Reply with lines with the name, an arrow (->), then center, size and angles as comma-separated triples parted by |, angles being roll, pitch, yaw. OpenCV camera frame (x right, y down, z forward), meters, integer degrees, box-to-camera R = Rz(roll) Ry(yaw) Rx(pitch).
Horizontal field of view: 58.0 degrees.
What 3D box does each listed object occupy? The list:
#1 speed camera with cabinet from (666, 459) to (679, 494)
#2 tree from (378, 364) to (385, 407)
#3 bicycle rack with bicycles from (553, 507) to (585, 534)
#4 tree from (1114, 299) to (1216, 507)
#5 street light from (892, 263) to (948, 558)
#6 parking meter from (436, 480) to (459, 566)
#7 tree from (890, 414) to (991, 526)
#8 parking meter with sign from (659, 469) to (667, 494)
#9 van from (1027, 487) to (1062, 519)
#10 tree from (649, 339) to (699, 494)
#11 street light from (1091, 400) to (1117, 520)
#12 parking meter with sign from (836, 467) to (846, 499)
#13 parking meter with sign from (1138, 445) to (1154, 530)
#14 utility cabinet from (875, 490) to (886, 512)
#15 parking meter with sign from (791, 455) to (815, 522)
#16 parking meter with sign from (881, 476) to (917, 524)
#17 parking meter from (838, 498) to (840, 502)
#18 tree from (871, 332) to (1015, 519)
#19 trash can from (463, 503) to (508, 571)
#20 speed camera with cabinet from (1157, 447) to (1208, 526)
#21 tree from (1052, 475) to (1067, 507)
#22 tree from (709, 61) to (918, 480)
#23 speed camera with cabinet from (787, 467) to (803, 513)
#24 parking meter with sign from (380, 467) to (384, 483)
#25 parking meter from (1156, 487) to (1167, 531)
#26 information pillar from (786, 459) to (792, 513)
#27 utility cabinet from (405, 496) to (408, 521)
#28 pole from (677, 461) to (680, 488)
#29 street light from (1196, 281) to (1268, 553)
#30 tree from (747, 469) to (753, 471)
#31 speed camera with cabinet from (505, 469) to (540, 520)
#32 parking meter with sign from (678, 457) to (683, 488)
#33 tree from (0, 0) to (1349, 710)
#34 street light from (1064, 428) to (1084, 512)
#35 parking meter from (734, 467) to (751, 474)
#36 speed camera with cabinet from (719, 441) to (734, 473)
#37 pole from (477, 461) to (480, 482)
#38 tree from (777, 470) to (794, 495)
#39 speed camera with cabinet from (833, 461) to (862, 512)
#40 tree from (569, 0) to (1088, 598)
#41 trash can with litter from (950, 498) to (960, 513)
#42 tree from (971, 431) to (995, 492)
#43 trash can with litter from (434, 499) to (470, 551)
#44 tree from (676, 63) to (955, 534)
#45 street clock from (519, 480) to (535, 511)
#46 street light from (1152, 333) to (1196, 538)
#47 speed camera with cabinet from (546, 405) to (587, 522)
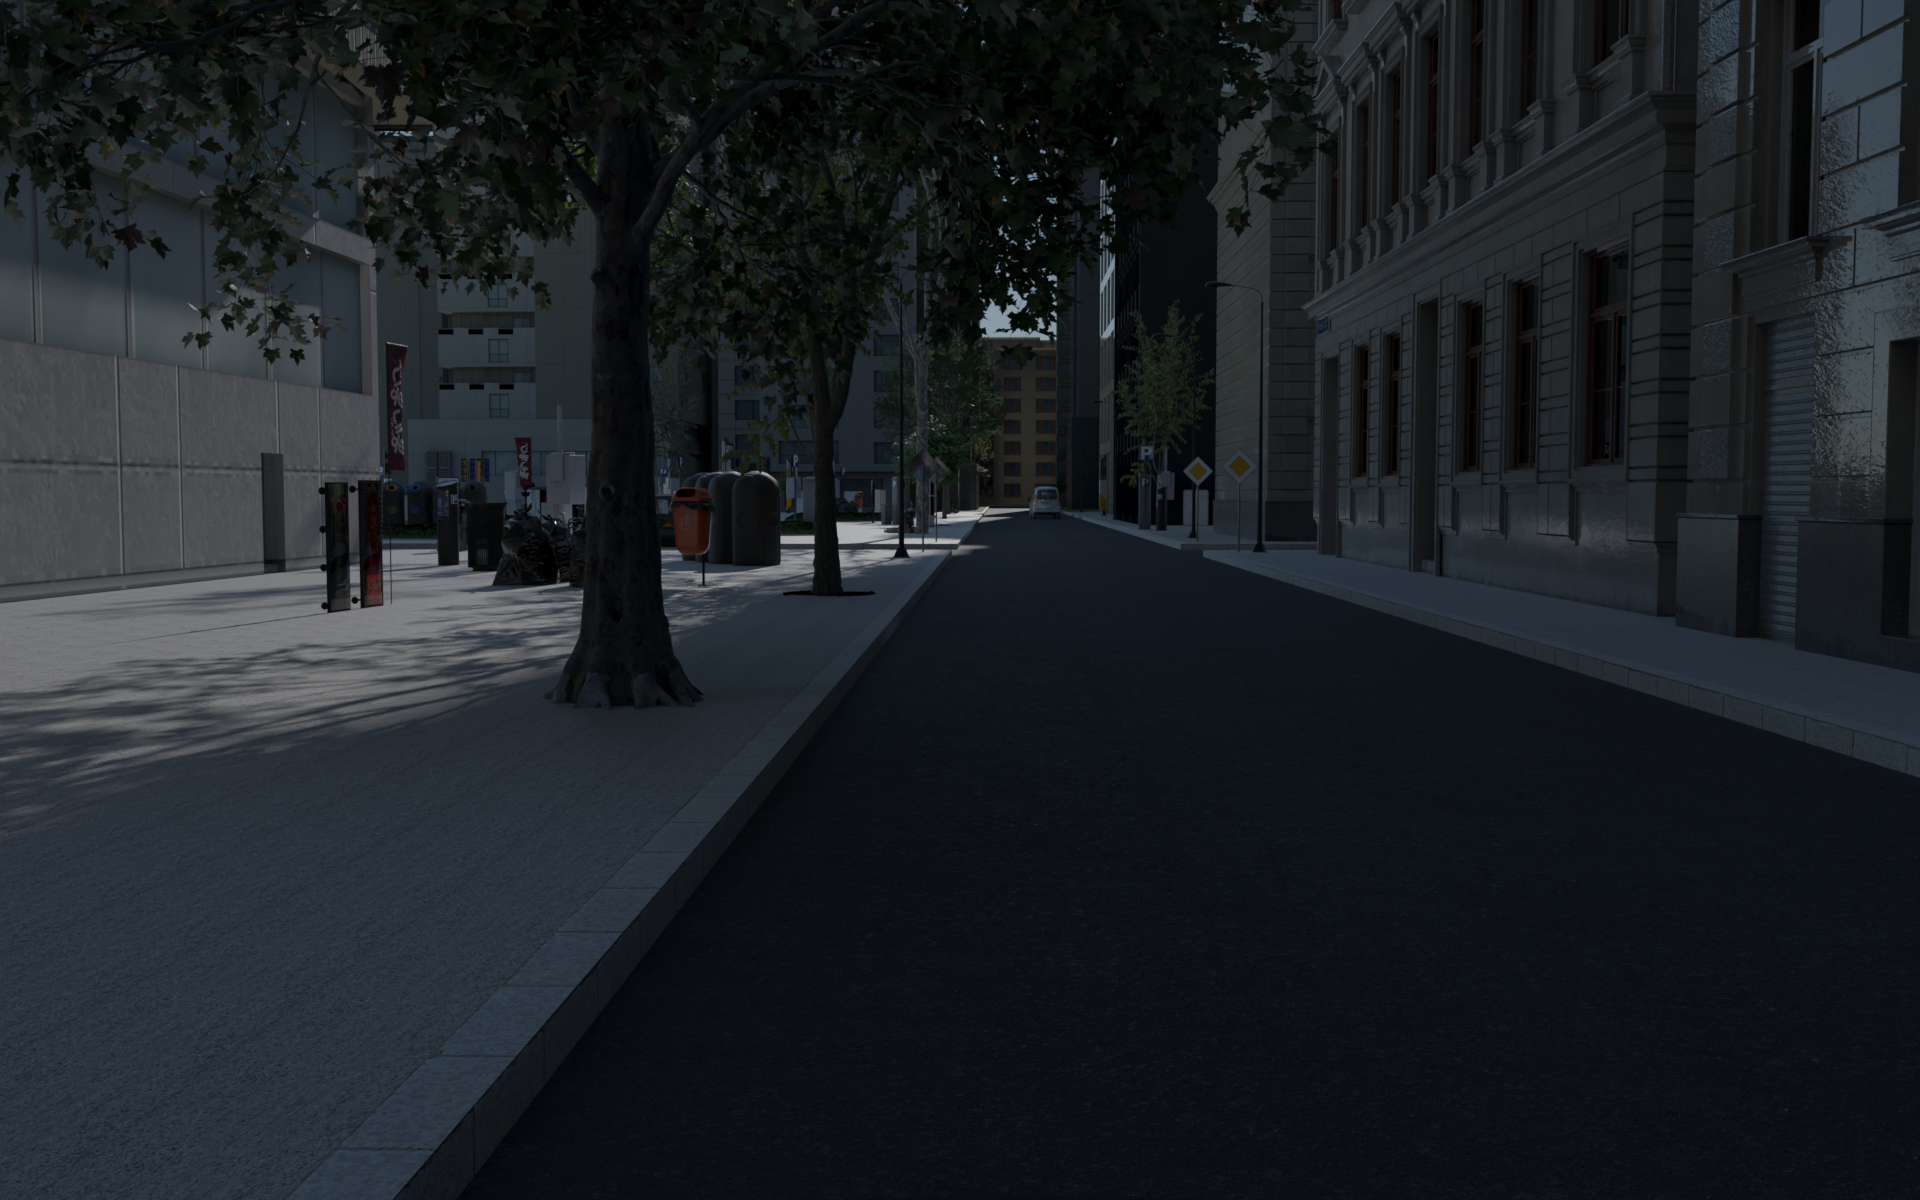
speed camera with cabinet -> -15.670, -6.230, 96.193 | 0.660, 3.252, 2.038 | -2, 4, -34
tree -> -23.393, -6.933, 63.714 | 4.360, 8.622, 3.978 | 0, 3, 0
bicycle rack with bicycles -> -10.028, -2.124, 48.103 | 2.925, 0.926, 2.852 | -1, 4, -21
tree -> 7.674, -7.098, 66.414 | 4.737, 8.622, 4.395 | 0, 3, 0
street light -> -0.642, -3.811, 34.843 | 1.470, 5.913, 1.316 | 0, 4, 1
parking meter -> -9.221, -1.393, 31.191 | 0.372, 1.533, 0.369 | 0, 3, 0
tree -> -1.002, -5.294, 70.278 | 4.285, 4.588, 4.351 | 0, 3, 0
parking meter with sign -> -19.972, -7.461, 118.246 | 0.543, 3.016, 1.738 | -2, 4, -30
van -> 4.951, -5.740, 100.857 | 2.013, 2.044, 4.112 | 0, 4, -1
tree -> -13.286, -7.714, 76.486 | 4.360, 8.622, 3.978 | 0, 3, 0
street light -> 7.207, -6.937, 85.963 | 1.470, 5.913, 1.316 | 0, 4, 1
parking meter with sign -> -8.319, -7.107, 112.466 | 1.738, 3.016, 0.543 | 2, 4, 24
parking meter with sign -> 6.739, -4.078, 62.943 | 0.543, 3.016, 1.738 | 0, 4, 5
utility cabinet -> -3.999, -4.791, 87.019 | 0.318, 1.500, 1.173 | -1, 4, -16
parking meter with sign -> -6.526, -4.893, 76.254 | 1.738, 3.016, 0.543 | 1, 4, 22
parking meter with sign -> -2.538, -4.746, 73.860 | 1.738, 3.016, 0.543 | -2, 4, -34
parking meter -> -8.405, -6.886, 118.292 | 0.399, 1.863, 0.255 | -1, 4, -13
tree -> -0.979, -9.443, 88.799 | 8.767, 10.594, 7.601 | 2, 4, 27
trash can -> -7.922, -1.058, 28.947 | 0.748, 1.137, 0.748 | 0, 3, 0
speed camera with cabinet -> 9.044, -4.644, 70.272 | 2.038, 3.252, 0.660 | 1, 4, 10
tree -> 9.894, -10.894, 172.717 | 1.663, 3.219, 1.824 | 0, 3, 0
tree -> -2.423, -4.792, 28.709 | 4.737, 8.622, 4.395 | 0, 3, 0
speed camera with cabinet -> -8.780, -6.150, 94.886 | 0.660, 3.252, 2.038 | 1, 4, 22
parking meter with sign -> -36.431, -6.998, 110.672 | 0.543, 3.016, 1.738 | 1, 4, 22
parking meter -> 7.045, -3.187, 60.516 | 0.372, 1.533, 0.369 | 0, 3, 0
information pillar -> -11.370, -7.569, 115.114 | 0.183, 3.616, 0.504 | -3, 5, -42
utility cabinet -> -23.330, -3.872, 74.472 | 1.020, 1.237, 0.306 | 0, 4, -4
pole -> -17.526, -6.975, 107.891 | 0.158, 3.312, 0.155 | 0, 3, 0
street light -> 6.058, -4.003, 37.986 | 1.470, 5.913, 1.316 | 0, 4, 1
tree -> -14.854, -7.641, 119.536 | 1.663, 3.219, 1.824 | 0, 3, 0
speed camera with cabinet -> -16.963, -4.506, 68.007 | 0.660, 3.252, 2.038 | 2, 4, 28
parking meter with sign -> -12.197, -5.158, 80.600 | 1.738, 3.016, 0.543 | 0, 4, 5
tree -> -2.030, -5.706, 10.305 | 9.611, 12.733, 9.660 | 0, 3, 0
street light -> 7.970, -9.087, 121.109 | 1.470, 5.913, 1.316 | 0, 4, 1
parking meter -> -4.680, -1.952, 37.619 | 0.399, 1.863, 0.255 | -2, 4, -30
speed camera with cabinet -> -8.808, -4.282, 64.352 | 0.660, 3.252, 2.038 | 1, 4, 10
pole -> -30.023, -6.987, 108.076 | 0.158, 3.312, 0.155 | 0, 3, 0
tree -> -11.976, -7.749, 121.290 | 1.663, 3.219, 1.824 | 0, 3, 0
speed camera with cabinet -> -6.895, -6.669, 103.372 | 2.038, 3.252, 0.660 | -1, 4, -16
tree -> -1.596, -5.873, 21.781 | 9.928, 11.665, 9.643 | 0, 3, 0
trash can with litter -> -0.564, -6.332, 114.915 | 1.055, 1.170, 0.624 | -2, 4, -29
tree -> 1.763, -14.087, 180.685 | 4.360, 8.622, 3.978 | 0, 3, 0
trash can with litter -> -11.475, -1.687, 38.972 | 1.055, 1.170, 0.624 | 3, 4, 38
tree -> -2.441, -12.238, 55.972 | 12.611, 20.169, 13.585 | 0, 3, 0
street clock -> -15.486, -3.498, 61.762 | 0.358, 2.002, 0.471 | 1, 4, 13
street light -> 6.253, -4.751, 50.227 | 1.470, 5.913, 1.316 | 0, 4, 1
speed camera with cabinet -> -8.192, -2.695, 38.400 | 2.038, 3.252, 0.660 | 2, 4, 27
